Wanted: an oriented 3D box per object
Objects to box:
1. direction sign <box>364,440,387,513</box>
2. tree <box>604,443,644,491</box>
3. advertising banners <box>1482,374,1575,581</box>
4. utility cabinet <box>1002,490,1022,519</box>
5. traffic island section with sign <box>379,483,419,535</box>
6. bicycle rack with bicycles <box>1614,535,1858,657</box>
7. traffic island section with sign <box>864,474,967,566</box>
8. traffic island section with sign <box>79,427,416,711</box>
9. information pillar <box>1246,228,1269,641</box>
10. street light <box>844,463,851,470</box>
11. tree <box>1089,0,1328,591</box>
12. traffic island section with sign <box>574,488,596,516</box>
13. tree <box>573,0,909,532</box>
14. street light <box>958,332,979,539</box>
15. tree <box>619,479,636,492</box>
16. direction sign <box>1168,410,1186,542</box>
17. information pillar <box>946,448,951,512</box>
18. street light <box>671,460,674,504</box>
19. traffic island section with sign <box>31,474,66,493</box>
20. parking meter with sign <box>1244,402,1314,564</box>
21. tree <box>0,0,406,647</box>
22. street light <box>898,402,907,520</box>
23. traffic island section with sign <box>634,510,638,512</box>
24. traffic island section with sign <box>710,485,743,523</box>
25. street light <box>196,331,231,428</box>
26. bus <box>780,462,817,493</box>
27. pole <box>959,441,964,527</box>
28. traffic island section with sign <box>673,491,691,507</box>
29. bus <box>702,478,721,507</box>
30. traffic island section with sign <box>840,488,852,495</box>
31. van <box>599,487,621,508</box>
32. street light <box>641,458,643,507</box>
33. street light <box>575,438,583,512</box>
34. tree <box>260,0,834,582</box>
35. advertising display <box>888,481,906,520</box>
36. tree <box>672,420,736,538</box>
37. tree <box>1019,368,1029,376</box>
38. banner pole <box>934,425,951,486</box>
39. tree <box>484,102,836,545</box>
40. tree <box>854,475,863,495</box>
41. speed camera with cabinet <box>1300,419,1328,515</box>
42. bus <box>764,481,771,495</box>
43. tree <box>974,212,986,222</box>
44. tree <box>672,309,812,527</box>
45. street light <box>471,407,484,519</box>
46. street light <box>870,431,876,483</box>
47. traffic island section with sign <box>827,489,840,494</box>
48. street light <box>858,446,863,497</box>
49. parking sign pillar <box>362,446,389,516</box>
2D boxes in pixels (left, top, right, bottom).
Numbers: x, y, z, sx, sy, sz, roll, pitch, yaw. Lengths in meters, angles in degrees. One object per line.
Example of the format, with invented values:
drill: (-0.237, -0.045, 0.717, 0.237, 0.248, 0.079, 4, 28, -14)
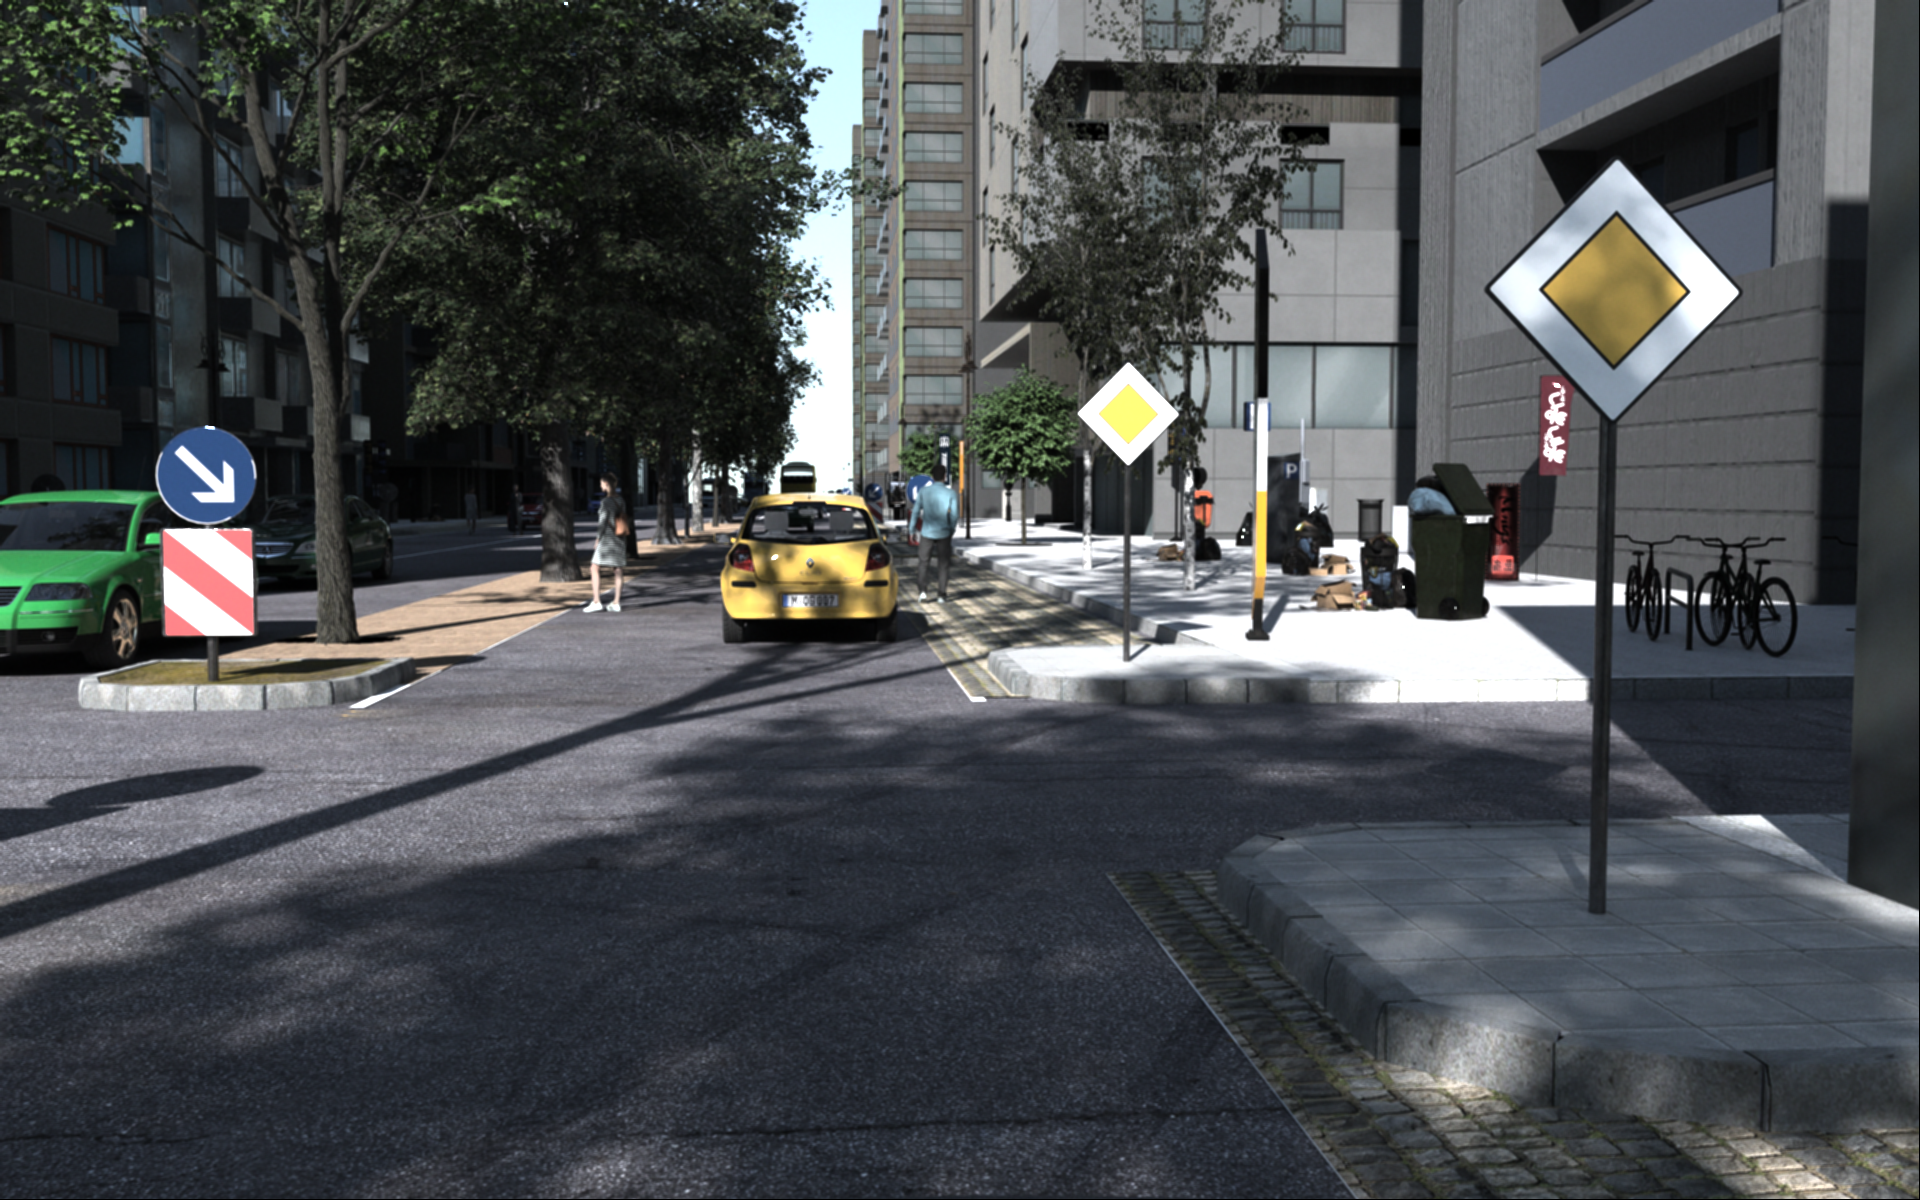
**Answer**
direction sign: (-24.500, -4.932, 72.636, 0.876, 3.537, 0.379, -2, 4, -24)
tree: (-31.389, -13.010, 163.074, 4.737, 8.622, 4.395, 0, 3, 0)
advertising banners: (8.015, -1.801, 25.633, 2.074, 3.025, 0.090, 1, 4, 16)
utility cabinet: (2.616, -4.763, 86.560, 0.318, 1.500, 1.173, 3, 5, 43)
traffic island section with sign: (-20.109, -3.186, 60.726, 1.989, 1.847, 2.006, 0, 4, -5)
bicycle rack with bicycles: (6.918, -0.080, 14.685, 2.852, 0.926, 2.925, 1, 4, 18)
traffic island section with sign: (-0.924, -1.638, 35.413, 1.989, 1.847, 2.006, 0, 4, -5)
traffic island section with sign: (-5.156, -0.260, 12.393, 2.006, 1.907, 1.989, 0, 4, -5)
information pillar: (2.626, -1.455, 15.147, 0.183, 3.616, 0.504, 0, 4, 5)
street light: (-13.353, -14.406, 208.326, 0.468, 5.910, 1.993, 0, 4, -5)
tree: (2.817, -4.428, 22.760, 4.360, 8.622, 3.978, 0, 3, 0)
traffic island section with sign: (-24.403, -6.266, 111.082, 1.989, 1.847, 2.006, 0, 4, -5)
tree: (-8.598, -12.574, 63.936, 12.611, 20.169, 13.585, 0, 3, 0)
street light: (0.233, -4.691, 49.478, 0.468, 5.910, 1.993, 0, 4, -5)
tree: (-32.572, -10.687, 169.334, 1.663, 3.219, 1.824, 0, 3, 0)
direction sign: (5.866, -3.356, 46.864, 0.379, 3.537, 0.876, -2, 4, -25)
information pillar: (-0.618, -5.026, 73.534, 0.504, 3.616, 0.183, 1, 4, 22)
street light: (-34.766, -14.468, 209.335, 0.468, 5.910, 1.993, 0, 4, -5)
traffic island section with sign: (-17.796, -1.517, 33.428, 1.989, 1.847, 2.006, 0, 4, -5)
parking meter with sign: (5.954, -2.196, 32.164, 0.543, 3.016, 1.738, -1, 4, -22)
tree: (-6.120, -5.397, 16.449, 9.928, 11.665, 9.643, 0, 3, 0)
street light: (-2.893, -6.977, 86.857, 0.468, 5.910, 1.993, 0, 4, -5)
traffic island section with sign: (-26.681, -7.909, 137.941, 1.989, 1.847, 2.006, 0, 4, -5)
traffic island section with sign: (-11.544, -4.839, 87.261, 2.006, 1.907, 1.989, 0, 4, -5)
street light: (-21.155, -4.674, 49.203, 0.468, 5.910, 1.993, 0, 4, -5)
bus: (-12.247, -8.537, 131.129, 2.896, 3.916, 12.252, 0, 4, -5)
pole: (0.053, -4.453, 66.650, 0.158, 3.312, 0.155, 0, 3, 0)
traffic island section with sign: (-31.446, -11.324, 193.773, 1.989, 1.847, 2.006, 0, 4, -5)
bus: (-27.544, -12.070, 192.211, 2.948, 3.499, 13.247, 0, 4, -6)
traffic island section with sign: (-3.259, -3.317, 62.854, 1.989, 1.847, 2.006, 0, 4, -5)
van: (-21.062, -6.067, 106.201, 2.013, 2.044, 4.112, 0, 4, -5)
street light: (-31.645, -12.174, 171.829, 0.468, 5.910, 1.993, 0, 4, -5)
street light: (-27.679, -9.358, 125.785, 0.468, 5.910, 1.993, 0, 4, -5)
tree: (-6.488, -7.255, 27.729, 9.857, 13.997, 8.962, 0, 3, 0)
advertising display: (-3.109, -4.913, 85.548, 0.974, 1.923, 0.123, -3, 4, -36)
tree: (-8.811, -6.291, 55.670, 4.360, 8.622, 3.978, 0, 3, 0)
tree: (4.306, -7.814, 78.114, 4.737, 8.622, 4.395, 0, 3, 0)
banner pole: (-0.701, -4.456, 62.879, 0.863, 3.779, 0.401, 2, 4, 31)
tree: (-8.298, -7.892, 48.491, 9.611, 12.733, 9.660, 0, 3, 0)
tree: (-9.659, -10.884, 172.555, 1.663, 3.219, 1.824, 0, 3, 0)
speed camera with cabinet: (9.207, -3.176, 46.262, 0.660, 3.252, 2.038, 2, 4, 32)
bus: (-27.524, -14.924, 238.863, 2.948, 3.499, 13.247, 0, 4, -5)
tree: (2.429, -4.843, 29.540, 4.360, 8.622, 3.978, 0, 3, 0)
tree: (-10.621, -8.421, 74.550, 8.767, 10.594, 7.601, 0, 4, -5)
street light: (-24.483, -7.049, 88.041, 0.468, 5.910, 1.993, 0, 4, -5)
street light: (-6.317, -9.399, 126.459, 0.468, 5.910, 1.993, 0, 4, -5)
traffic island section with sign: (-9.803, -8.007, 139.549, 1.989, 1.847, 2.006, 0, 4, -5)
street light: (-9.438, -11.685, 163.838, 0.468, 5.910, 1.993, 0, 4, -5)
parking sign pillar: (-28.840, -5.921, 85.287, 1.447, 3.967, 1.447, -3, 5, -42)
